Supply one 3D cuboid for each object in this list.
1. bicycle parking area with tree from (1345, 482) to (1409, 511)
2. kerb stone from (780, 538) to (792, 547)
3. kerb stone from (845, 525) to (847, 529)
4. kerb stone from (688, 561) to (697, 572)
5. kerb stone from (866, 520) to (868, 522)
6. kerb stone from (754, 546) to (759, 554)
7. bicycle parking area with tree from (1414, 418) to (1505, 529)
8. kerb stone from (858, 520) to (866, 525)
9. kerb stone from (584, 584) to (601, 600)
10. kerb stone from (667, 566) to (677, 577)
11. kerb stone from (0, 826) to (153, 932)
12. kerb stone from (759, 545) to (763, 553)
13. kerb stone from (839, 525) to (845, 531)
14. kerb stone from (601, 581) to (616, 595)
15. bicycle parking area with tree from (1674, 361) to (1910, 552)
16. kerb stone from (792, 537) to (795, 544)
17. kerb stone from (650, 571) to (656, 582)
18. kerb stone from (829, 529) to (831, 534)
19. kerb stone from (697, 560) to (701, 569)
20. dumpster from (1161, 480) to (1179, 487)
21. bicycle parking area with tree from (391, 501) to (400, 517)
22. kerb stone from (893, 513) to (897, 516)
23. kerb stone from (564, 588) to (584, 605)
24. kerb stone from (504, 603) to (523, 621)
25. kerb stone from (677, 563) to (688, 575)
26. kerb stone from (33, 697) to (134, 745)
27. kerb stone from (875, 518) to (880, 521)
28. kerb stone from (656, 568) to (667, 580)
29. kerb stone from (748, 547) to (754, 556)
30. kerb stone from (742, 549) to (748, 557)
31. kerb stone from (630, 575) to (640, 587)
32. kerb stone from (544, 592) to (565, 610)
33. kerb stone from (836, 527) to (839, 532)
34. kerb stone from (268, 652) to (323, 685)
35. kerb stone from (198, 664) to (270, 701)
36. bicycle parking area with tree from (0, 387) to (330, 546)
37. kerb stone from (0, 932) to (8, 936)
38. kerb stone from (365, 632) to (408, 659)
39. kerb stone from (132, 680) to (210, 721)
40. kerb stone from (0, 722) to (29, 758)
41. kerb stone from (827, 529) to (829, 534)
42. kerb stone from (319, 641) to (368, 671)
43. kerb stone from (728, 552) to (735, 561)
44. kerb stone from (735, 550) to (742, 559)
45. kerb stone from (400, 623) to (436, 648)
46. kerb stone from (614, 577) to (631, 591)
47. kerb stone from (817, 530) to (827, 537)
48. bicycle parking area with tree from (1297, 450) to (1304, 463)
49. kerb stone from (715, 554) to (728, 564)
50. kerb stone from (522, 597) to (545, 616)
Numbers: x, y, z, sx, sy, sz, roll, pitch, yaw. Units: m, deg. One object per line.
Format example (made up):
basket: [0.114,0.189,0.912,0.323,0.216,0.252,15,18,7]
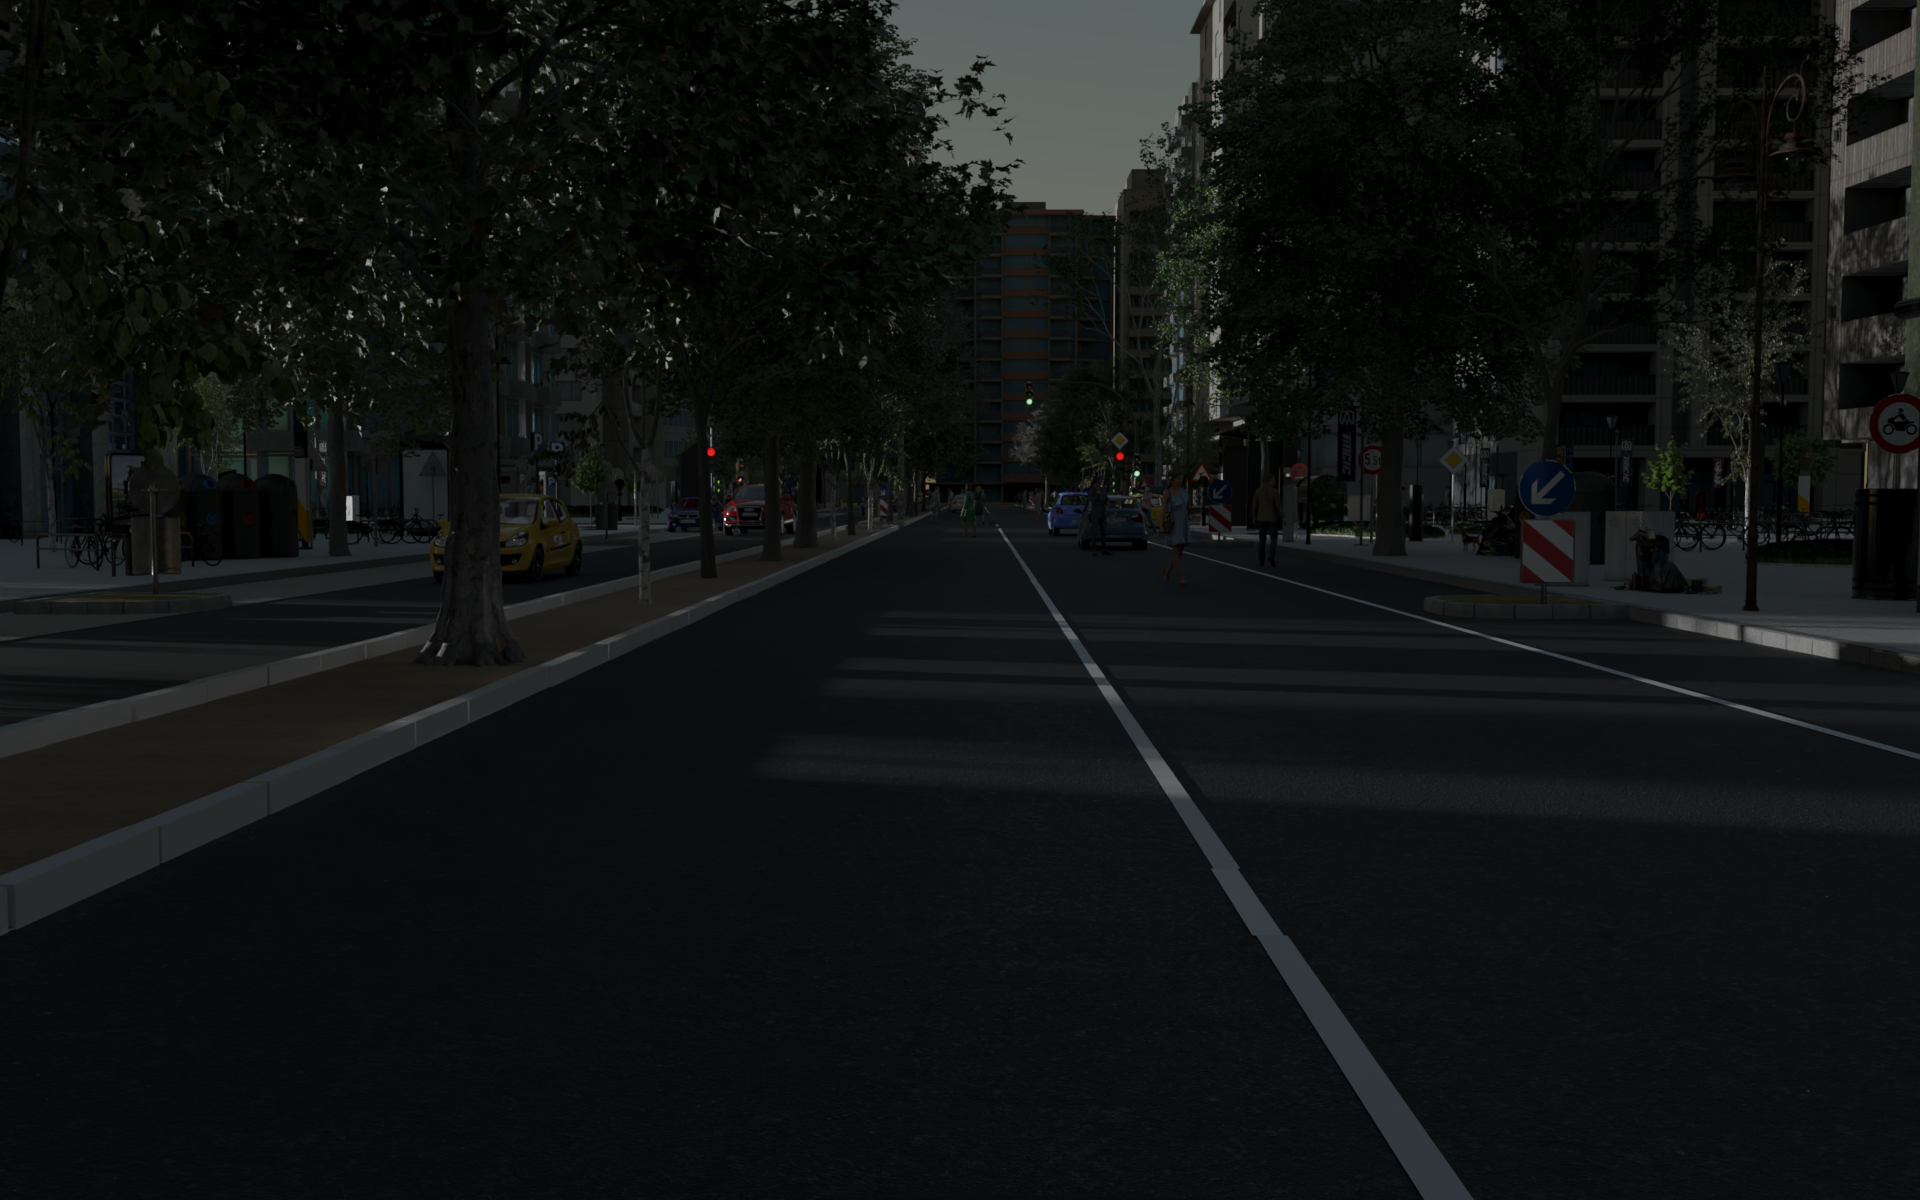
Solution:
bicycle parking area with tree: [24.890,-6.386,91.410,8.231,4.147,9.016,-3,5,-43]
kerb stone: [-4.867,-1.590,48.189,0.120,0.150,1.000,0,4,1]
kerb stone: [-4.677,-2.844,68.694,0.120,0.150,1.000,0,4,1]
kerb stone: [-5.021,-0.583,31.806,0.120,0.150,1.000,0,4,1]
kerb stone: [-4.561,-3.632,81.586,0.120,0.150,1.000,0,4,1]
kerb stone: [-4.938,-1.146,41.028,0.120,0.150,1.000,0,4,1]
bicycle parking area with tree: [21.198,-4.682,63.556,8.231,4.147,9.016,1,4,19]
kerb stone: [-4.564,-3.569,80.553,0.120,0.150,1.000,0,4,1]
kerb stone: [-5.098,-0.087,23.619,0.120,0.150,1.000,0,4,1]
kerb stone: [-5.051,-0.463,29.759,0.120,0.150,1.000,0,4,1]
kerb stone: [-3.159,0.979,6.192,0.120,0.150,1.000,0,4,1]
kerb stone: [-4.928,-1.214,42.050,0.120,0.150,1.000,0,4,1]
kerb stone: [-4.693,-2.781,67.668,0.120,0.150,1.000,0,4,1]
kerb stone: [-5.096,-0.147,24.641,0.120,0.150,1.000,0,4,1]
bicycle parking area with tree: [19.804,-3.192,39.189,8.231,4.147,9.016,-1,4,-23]
kerb stone: [-4.859,-1.645,49.218,0.120,0.150,1.000,0,4,1]
kerb stone: [-5.060,-0.338,27.715,0.120,0.150,1.000,0,4,1]
kerb stone: [-4.747,-2.405,61.524,0.120,0.150,1.000,0,4,1]
kerb stone: [-5.015,-0.650,32.828,0.120,0.150,1.000,0,4,1]
dumpster: [14.102,-7.068,118.055,1.502,2.255,1.985,0,4,0]
bicycle parking area with tree: [-27.567,-6.182,88.078,8.231,4.147,9.016,1,4,20]
kerb stone: [-4.226,-5.758,116.410,0.120,0.150,1.000,0,4,1]
kerb stone: [-5.111,-0.024,22.590,0.120,0.150,1.000,0,4,1]
kerb stone: [-5.146,0.164,19.517,0.120,0.150,1.000,0,4,1]
kerb stone: [-5.032,-0.525,30.784,0.120,0.150,1.000,0,4,1]
kerb stone: [-5.232,0.728,10.298,0.120,0.150,1.000,0,4,1]
kerb stone: [-4.438,-4.384,93.880,0.120,0.150,1.000,0,4,1]
kerb stone: [-5.056,-0.397,28.738,0.120,0.150,1.000,0,4,1]
kerb stone: [-4.952,-1.089,40.001,0.120,0.150,1.000,0,4,1]
kerb stone: [-4.955,-1.023,38.972,0.120,0.150,1.000,0,4,1]
kerb stone: [-5.073,-0.275,26.689,0.120,0.150,1.000,0,4,1]
kerb stone: [-5.126,0.040,21.568,0.120,0.150,1.000,0,4,1]
kerb stone: [-4.715,-2.593,64.593,0.120,0.150,1.000,0,4,1]
kerb stone: [-5.192,0.542,13.386,0.120,0.150,1.000,0,4,1]
kerb stone: [-5.208,0.602,12.360,0.120,0.150,1.000,0,4,1]
bicycle parking area with tree: [-21.548,-3.595,45.784,8.231,4.147,9.016,1,4,16]
kerb stone: [-3.175,1.042,5.158,0.120,0.150,1.000,0,4,1]
kerb stone: [-5.169,0.419,15.430,0.120,0.150,1.000,0,4,1]
kerb stone: [-5.210,0.672,11.338,0.120,0.150,1.000,0,4,1]
kerb stone: [-5.228,0.791,9.274,0.120,0.150,1.000,0,4,1]
kerb stone: [-4.762,-2.343,60.500,0.120,0.150,1.000,0,4,1]
kerb stone: [-5.184,0.481,14.408,0.120,0.150,1.000,0,4,1]
kerb stone: [-4.976,-0.898,36.925,0.120,0.150,1.000,0,4,1]
kerb stone: [-4.961,-0.960,37.947,0.120,0.150,1.000,0,4,1]
kerb stone: [-5.162,0.351,16.451,0.120,0.150,1.000,0,4,1]
kerb stone: [-5.081,-0.212,25.667,0.120,0.150,1.000,0,4,1]
kerb stone: [-4.765,-2.279,59.462,0.120,0.150,1.000,0,4,1]
bicycle parking area with tree: [23.923,-7.734,113.446,8.231,4.147,9.016,-2,4,-30]
kerb stone: [-4.990,-0.838,35.899,0.120,0.150,1.000,0,4,1]
kerb stone: [-5.135,0.105,20.546,0.120,0.150,1.000,0,4,1]
